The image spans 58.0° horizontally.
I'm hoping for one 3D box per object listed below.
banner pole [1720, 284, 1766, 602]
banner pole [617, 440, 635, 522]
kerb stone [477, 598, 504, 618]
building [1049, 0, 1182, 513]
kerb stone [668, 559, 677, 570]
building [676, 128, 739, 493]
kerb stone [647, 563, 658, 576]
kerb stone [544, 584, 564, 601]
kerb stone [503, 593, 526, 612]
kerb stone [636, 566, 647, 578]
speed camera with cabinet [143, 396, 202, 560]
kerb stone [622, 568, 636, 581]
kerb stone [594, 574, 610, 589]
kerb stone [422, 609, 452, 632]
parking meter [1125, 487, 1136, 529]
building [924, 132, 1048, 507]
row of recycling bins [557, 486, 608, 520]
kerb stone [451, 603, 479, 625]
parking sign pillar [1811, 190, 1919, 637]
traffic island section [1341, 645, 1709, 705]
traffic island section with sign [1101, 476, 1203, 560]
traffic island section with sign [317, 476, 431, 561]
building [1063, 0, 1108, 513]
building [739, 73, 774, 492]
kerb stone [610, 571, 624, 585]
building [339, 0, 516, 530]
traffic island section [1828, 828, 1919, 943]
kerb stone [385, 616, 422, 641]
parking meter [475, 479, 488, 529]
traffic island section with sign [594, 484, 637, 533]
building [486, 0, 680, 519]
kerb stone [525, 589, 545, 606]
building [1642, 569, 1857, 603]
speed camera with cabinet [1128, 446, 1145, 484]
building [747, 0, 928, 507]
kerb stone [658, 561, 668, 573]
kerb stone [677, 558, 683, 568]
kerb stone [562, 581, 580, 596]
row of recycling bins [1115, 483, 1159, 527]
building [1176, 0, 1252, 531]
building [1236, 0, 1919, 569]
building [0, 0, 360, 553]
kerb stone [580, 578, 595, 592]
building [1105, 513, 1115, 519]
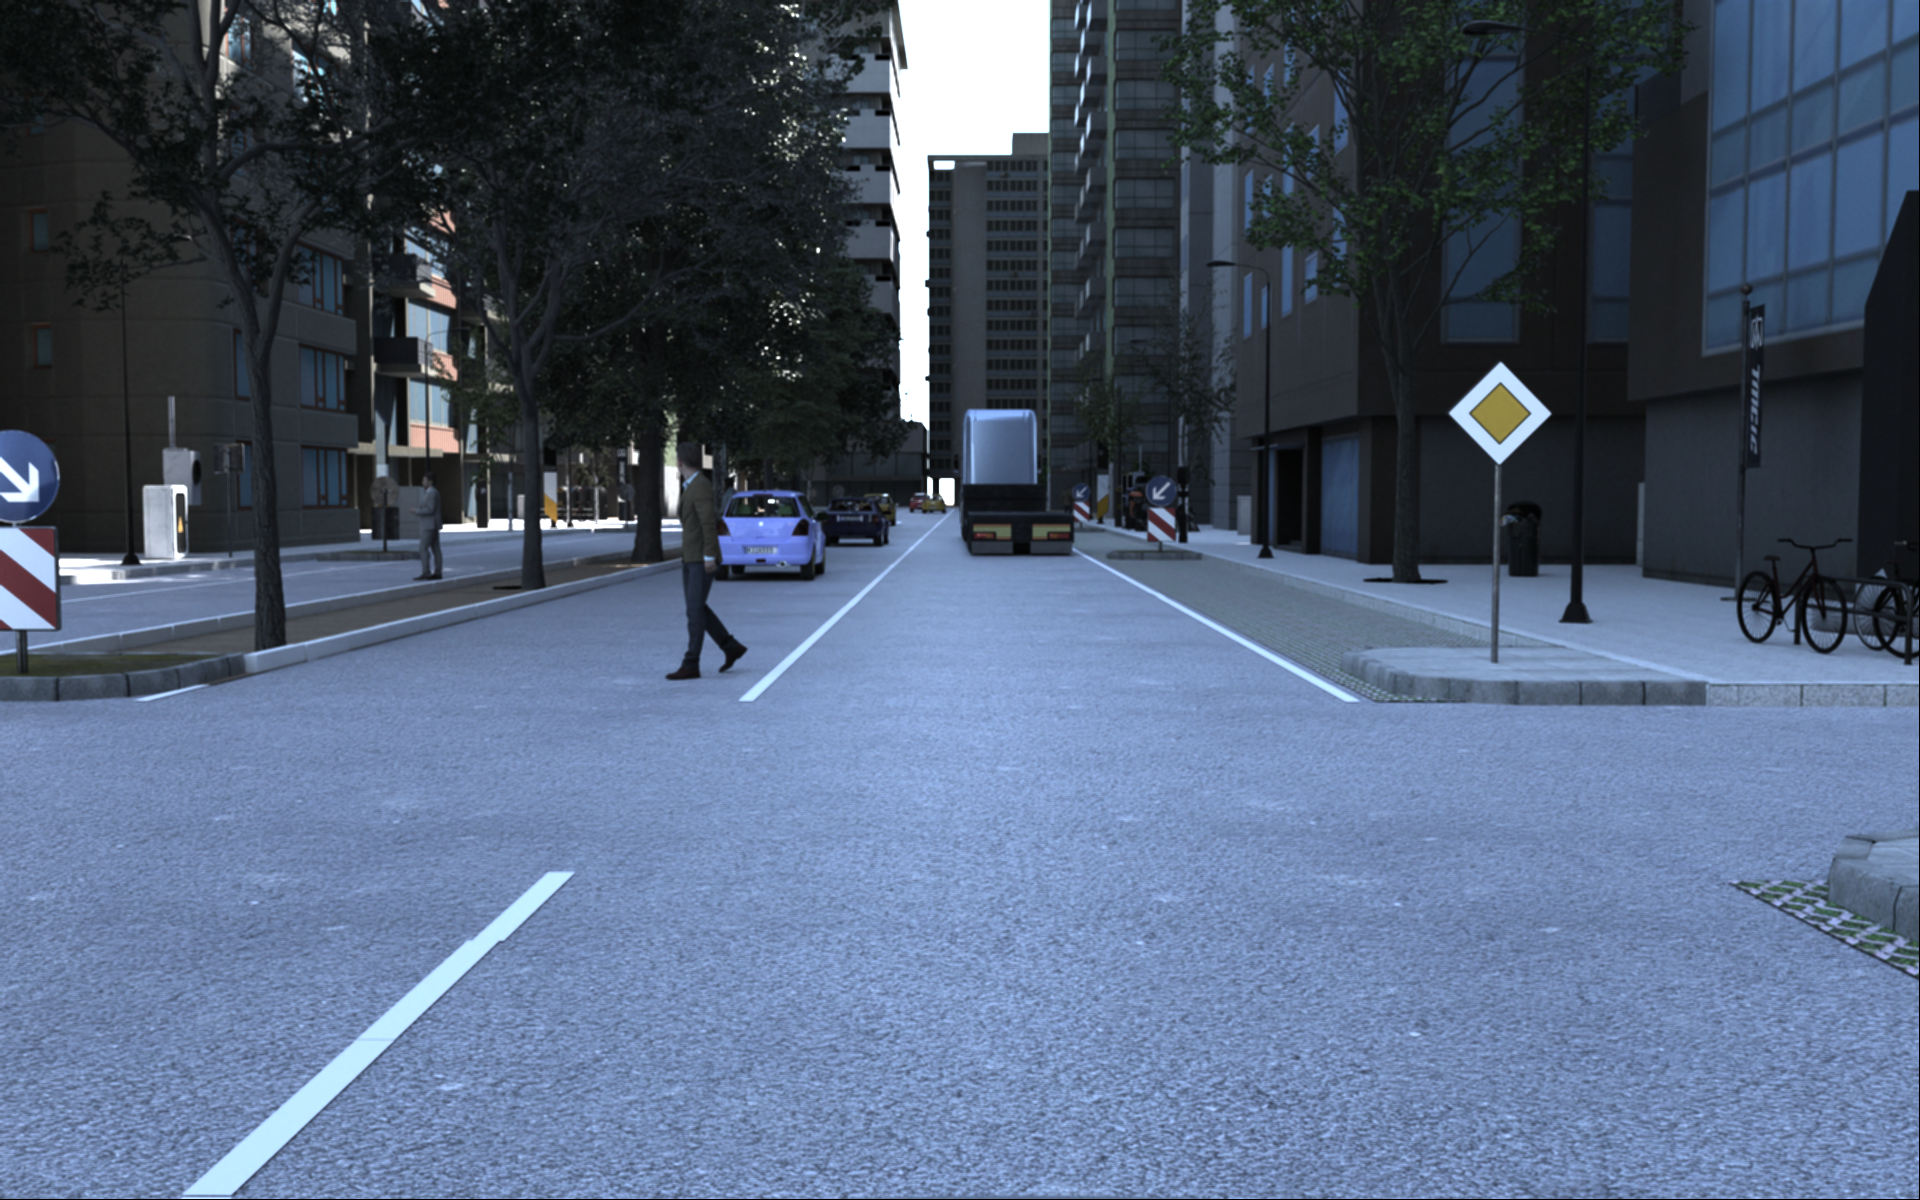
[{"bbox_3d":[9.348,-1.865,20.516,0.401,3.779,0.863,0,4,6],"label":"banner pole"},{"bbox_3d":[-15.500,-5.520,80.267,0.863,3.779,0.401,0,4,-3],"label":"banner pole"},{"bbox_3d":[-5.608,0.108,20.431,0.120,0.150,1.000,0,4,0],"label":"kerb stone"},{"bbox_3d":[14.090,-27.958,140.713,14.154,41.232,14.086,0,4,0],"label":"building"},{"bbox_3d":[-5.540,-0.642,32.743,0.120,0.150,1.000,0,4,0],"label":"kerb stone"},{"bbox_3d":[-22.068,-20.686,109.916,14.160,30.474,14.107,0,4,0],"label":"building"},{"bbox_3d":[-5.550,-0.520,30.695,0.120,0.150,1.000,0,4,0],"label":"kerb stone"},{"bbox_3d":[-5.593,-0.081,23.523,0.120,0.150,1.000,0,4,0],"label":"kerb stone"},{"bbox_3d":[-5.605,0.045,21.465,0.120,0.150,1.000,0,4,0],"label":"kerb stone"},{"bbox_3d":[-5.552,-0.457,29.670,0.120,0.150,1.000,0,4,0],"label":"kerb stone"},{"bbox_3d":[-15.666,-2.455,34.472,0.660,3.252,2.038,-1,4,-9],"label":"speed camera with cabinet"},{"bbox_3d":[-5.566,-0.392,28.646,0.120,0.150,1.000,0,4,0],"label":"kerb stone"},{"bbox_3d":[-5.582,-0.265,26.595,0.120,0.150,1.000,0,4,0],"label":"kerb stone"},{"bbox_3d":[-5.626,0.233,18.382,0.120,0.150,1.000,0,4,0],"label":"kerb stone"},{"bbox_3d":[6.231,-3.359,63.324,0.372,1.533,0.369,0,3,0],"label":"parking meter"},{"bbox_3d":[8.249,-30.375,188.508,23.993,40.220,32.217,0,4,0],"label":"building"},{"bbox_3d":[-18.820,-4.829,86.060,3.534,1.692,1.069,3,4,37],"label":"row of recycling bins"},{"bbox_3d":[-5.624,0.171,19.407,0.120,0.150,1.000,0,4,0],"label":"kerb stone"},{"bbox_3d":[8.756,-1.688,16.068,1.447,3.967,1.447,1,4,14],"label":"parking sign pillar"},{"bbox_3d":[4.087,0.556,13.189,2.009,0.180,2.903,0,4,0],"label":"traffic island section"},{"bbox_3d":[4.255,-1.813,38.269,1.989,1.847,2.006,0,4,0],"label":"traffic island section with sign"},{"bbox_3d":[-12.731,-1.790,37.902,1.989,1.847,2.006,0,4,0],"label":"traffic island section with sign"},{"bbox_3d":[19.423,-30.496,118.212,23.786,49.044,30.456,0,4,0],"label":"building"},{"bbox_3d":[-28.380,-27.871,147.573,23.993,40.220,32.217,0,4,0],"label":"building"},{"bbox_3d":[-5.566,-0.324,27.621,0.120,0.150,1.000,0,4,0],"label":"kerb stone"},{"bbox_3d":[-30.611,-25.258,67.588,22.147,44.769,28.867,0,4,0],"label":"building"},{"bbox_3d":[4.037,1.044,5.204,2.009,0.180,2.903,0,4,0],"label":"traffic island section"},{"bbox_3d":[-5.633,0.296,17.359,0.120,0.150,1.000,0,4,0],"label":"kerb stone"},{"bbox_3d":[-17.817,-3.596,64.512,0.399,1.863,0.255,-3,5,-40],"label":"parking meter"},{"bbox_3d":[-12.560,-3.448,64.995,1.989,1.847,2.006,0,4,0],"label":"traffic island section with sign"},{"bbox_3d":[-23.810,-25.194,95.516,14.154,41.232,14.086,0,4,0],"label":"building"},{"bbox_3d":[-5.604,-0.019,22.498,0.120,0.150,1.000,0,4,0],"label":"kerb stone"},{"bbox_3d":[17.172,-22.512,18.182,14.200,45.320,14.600,0,4,0],"label":"building"},{"bbox_3d":[7.130,-4.723,71.561,0.660,3.252,2.038,0,4,-6],"label":"speed camera with cabinet"},{"bbox_3d":[-17.513,-36.453,185.251,27.495,52.752,28.713,0,4,0],"label":"building"},{"bbox_3d":[-5.544,-0.582,31.717,0.120,0.150,1.000,0,4,0],"label":"kerb stone"},{"bbox_3d":[-5.532,-0.708,33.765,0.120,0.150,1.000,0,4,0],"label":"kerb stone"},{"bbox_3d":[-5.594,-0.144,24.546,0.120,0.150,1.000,0,4,0],"label":"kerb stone"},{"bbox_3d":[6.798,-3.619,66.288,1.069,1.692,3.534,-1,4,-11],"label":"row of recycling bins"},{"bbox_3d":[20.039,-32.482,73.082,21.231,58.520,28.212,0,4,0],"label":"building"},{"bbox_3d":[14.038,-23.648,36.755,14.600,45.320,14.200,0,4,0],"label":"building"},{"bbox_3d":[-30.004,-11.403,31.479,27.650,21.520,28.899,0,4,0],"label":"building"},{"bbox_3d":[-5.591,-0.201,25.569,0.120,0.150,1.000,0,4,0],"label":"kerb stone"},{"bbox_3d":[15.057,-25.232,96.143,14.154,41.232,14.086,0,4,0],"label":"building"}]
